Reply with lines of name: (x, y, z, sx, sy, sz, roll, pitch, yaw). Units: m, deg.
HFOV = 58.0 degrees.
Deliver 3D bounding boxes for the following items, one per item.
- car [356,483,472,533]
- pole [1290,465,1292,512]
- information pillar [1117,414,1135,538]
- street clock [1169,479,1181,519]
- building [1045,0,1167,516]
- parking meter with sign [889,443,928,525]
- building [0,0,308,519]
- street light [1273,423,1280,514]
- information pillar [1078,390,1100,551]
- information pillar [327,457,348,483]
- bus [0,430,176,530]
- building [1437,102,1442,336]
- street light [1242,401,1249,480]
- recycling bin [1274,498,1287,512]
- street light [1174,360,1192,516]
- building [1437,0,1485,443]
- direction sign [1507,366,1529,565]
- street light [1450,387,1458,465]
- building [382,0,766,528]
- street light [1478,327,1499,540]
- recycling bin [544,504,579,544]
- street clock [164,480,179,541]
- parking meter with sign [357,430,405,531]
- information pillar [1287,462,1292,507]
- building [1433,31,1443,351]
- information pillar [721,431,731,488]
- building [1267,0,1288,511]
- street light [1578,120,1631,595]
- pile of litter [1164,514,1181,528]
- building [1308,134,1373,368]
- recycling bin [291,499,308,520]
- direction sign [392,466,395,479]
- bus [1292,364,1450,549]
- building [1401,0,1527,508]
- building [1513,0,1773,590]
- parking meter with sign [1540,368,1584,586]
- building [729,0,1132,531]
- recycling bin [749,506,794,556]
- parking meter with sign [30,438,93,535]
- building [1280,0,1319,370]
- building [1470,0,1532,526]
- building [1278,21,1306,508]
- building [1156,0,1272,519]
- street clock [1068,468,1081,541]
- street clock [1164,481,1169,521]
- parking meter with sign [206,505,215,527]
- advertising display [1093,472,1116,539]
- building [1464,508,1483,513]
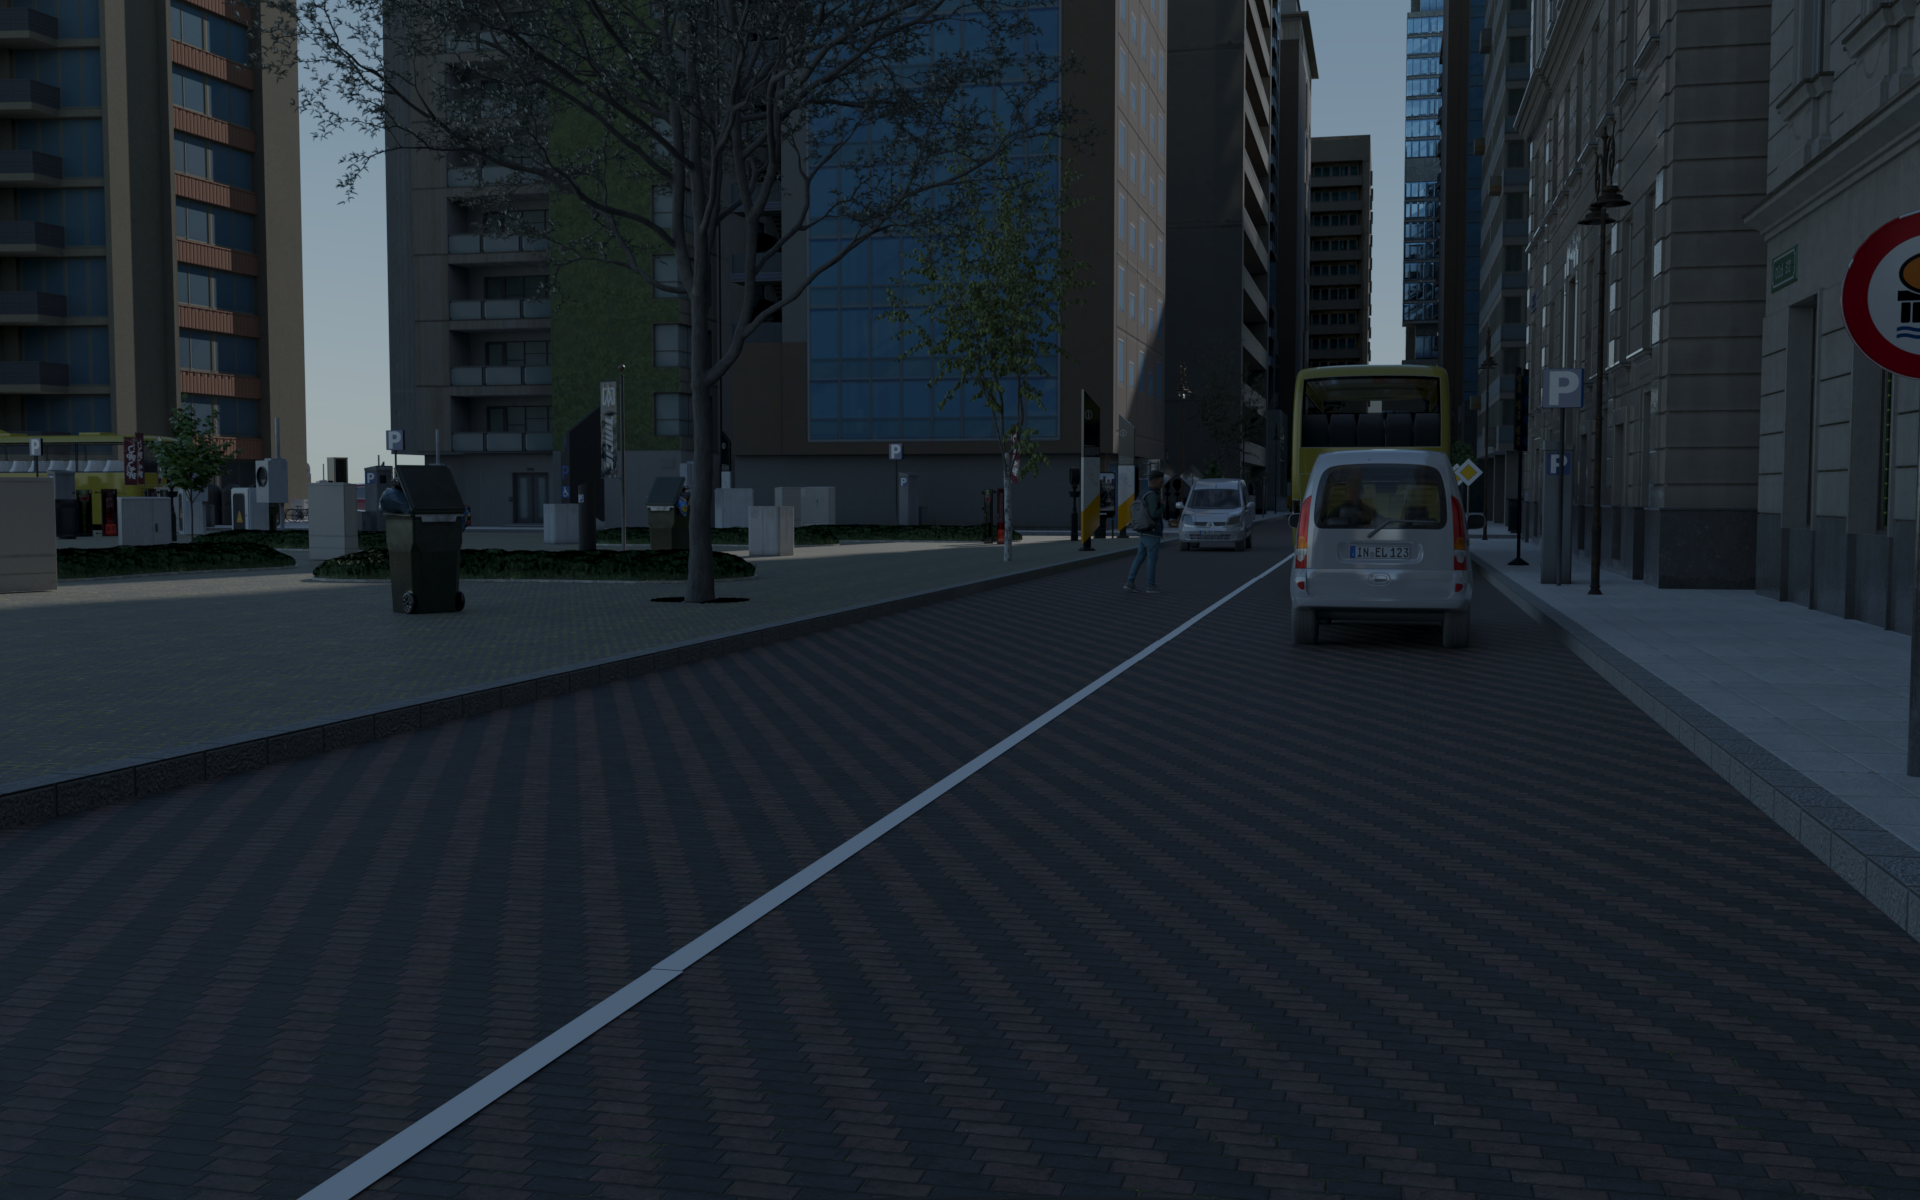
car: (-19.365, -3.120, 59.687, 5.304, 1.827, 2.281, 1, 4, 15)
pole: (23.308, -7.813, 121.580, 0.158, 3.312, 0.155, 0, 3, 0)
information pillar: (4.841, -3.617, 50.489, 0.504, 3.616, 0.183, 1, 4, 21)
street clock: (10.413, -4.796, 82.982, 0.471, 2.002, 0.358, 1, 4, 12)
building: (14.913, -29.043, 124.971, 14.600, 45.320, 14.200, 1, 4, 14)
parking meter with sign: (-1.755, -3.925, 60.432, 0.543, 3.016, 1.738, 2, 4, 32)
building: (-48.517, -26.302, 84.665, 28.867, 44.769, 22.147, 1, 4, 14)
street light: (20.481, -8.531, 112.262, 0.468, 5.910, 1.993, 1, 4, 14)
information pillar: (2.932, -2.916, 39.025, 0.504, 3.616, 0.183, -2, 4, -33)
information pillar: (-12.412, -1.841, 34.584, 0.304, 2.012, 0.304, 3, 5, 44)
bus: (-35.129, -4.475, 64.716, 12.252, 3.916, 2.896, 1, 4, 14)
building: (62.083, -34.459, 183.014, 23.786, 49.044, 30.456, 1, 4, 14)
street light: (14.095, -6.929, 86.069, 0.468, 5.910, 1.993, 1, 4, 14)
recycling bin: (23.394, -6.956, 126.290, 0.722, 1.027, 0.722, 2, 4, 35)
street light: (7.697, -5.327, 59.878, 0.468, 5.910, 1.993, 1, 4, 14)
building: (44.632, -29.630, 134.555, 14.600, 45.320, 14.200, 1, 4, 14)
direction sign: (10.084, -2.396, 31.172, 0.379, 3.537, 0.876, 2, 4, 32)
street light: (21.340, -6.267, 75.252, 0.468, 5.910, 1.993, 1, 4, 14)
building: (-15.257, -23.701, 71.106, 14.086, 41.232, 14.154, 1, 4, 14)
street light: (14.628, -4.606, 48.091, 0.468, 5.910, 1.993, 1, 4, 14)
recycling bin: (-10.250, -1.960, 44.593, 0.722, 1.027, 0.722, -3, 4, -36)
street clock: (-21.330, -2.588, 46.884, 0.358, 2.002, 0.471, -2, 4, -27)
parking meter with sign: (-15.622, -3.069, 46.444, 0.543, 3.016, 1.738, 1, 4, 18)
information pillar: (23.388, -8.027, 122.603, 0.183, 3.616, 0.504, -3, 4, -38)
building: (53.949, -30.583, 154.651, 22.147, 44.769, 28.867, 1, 4, 14)
information pillar: (-8.630, -4.440, 63.941, 0.504, 3.616, 0.183, 3, 5, 44)
building: (17.255, -51.062, 147.535, 22.319, 86.520, 31.000, 1, 4, 14)
street light: (8.106, -3.006, 21.931, 0.468, 5.910, 1.993, 1, 4, 14)
pile of litter: (8.497, -3.204, 66.356, 1.719, 0.858, 1.176, -1, 4, -13)
building: (42.321, -36.777, 225.002, 21.600, 48.544, 21.300, 1, 4, 14)
recycling bin: (-32.881, -4.523, 86.498, 0.722, 1.027, 0.722, 1, 4, 16)
direction sign: (-45.326, -8.981, 138.836, 0.876, 3.537, 0.379, -1, 4, -16)
bus: (8.194, -2.617, 34.332, 2.896, 3.916, 12.252, 1, 4, 14)
building: (67.880, -55.351, 217.655, 31.000, 86.520, 22.319, 1, 4, 14)
building: (17.812, -14.420, 33.032, 12.463, 27.353, 25.104, 1, 4, 14)
parking meter with sign: (8.616, -1.752, 24.903, 0.543, 3.016, 1.738, 1, 4, 17)
building: (0.258, -25.494, 66.936, 14.600, 45.320, 14.200, 1, 4, 14)
recycling bin: (-3.925, -1.436, 36.038, 0.722, 1.027, 0.722, 1, 4, 22)
parking meter with sign: (-28.330, -3.572, 54.668, 0.543, 3.016, 1.738, 2, 4, 28)
building: (25.142, -36.923, 192.922, 27.495, 52.752, 28.713, 1, 4, 14)
building: (33.928, -23.164, 70.610, 23.993, 40.220, 32.217, 1, 4, 14)
building: (26.325, -31.785, 169.802, 14.600, 45.320, 14.200, 1, 4, 14)
building: (6.534, -29.150, 100.304, 21.300, 48.544, 21.600, 1, 4, 14)
street clock: (3.130, -2.614, 47.307, 0.358, 2.002, 0.471, 0, 4, -5)
street clock: (9.982, -4.817, 83.323, 0.358, 2.002, 0.471, 0, 4, 6)
parking meter with sign: (-29.764, -4.326, 66.986, 1.738, 3.016, 0.543, 0, 4, 2)
advertising display: (4.024, -2.729, 49.831, 0.974, 1.923, 0.123, -2, 4, -24)
building: (44.263, -48.711, 109.088, 22.319, 86.520, 31.000, 1, 4, 14)
